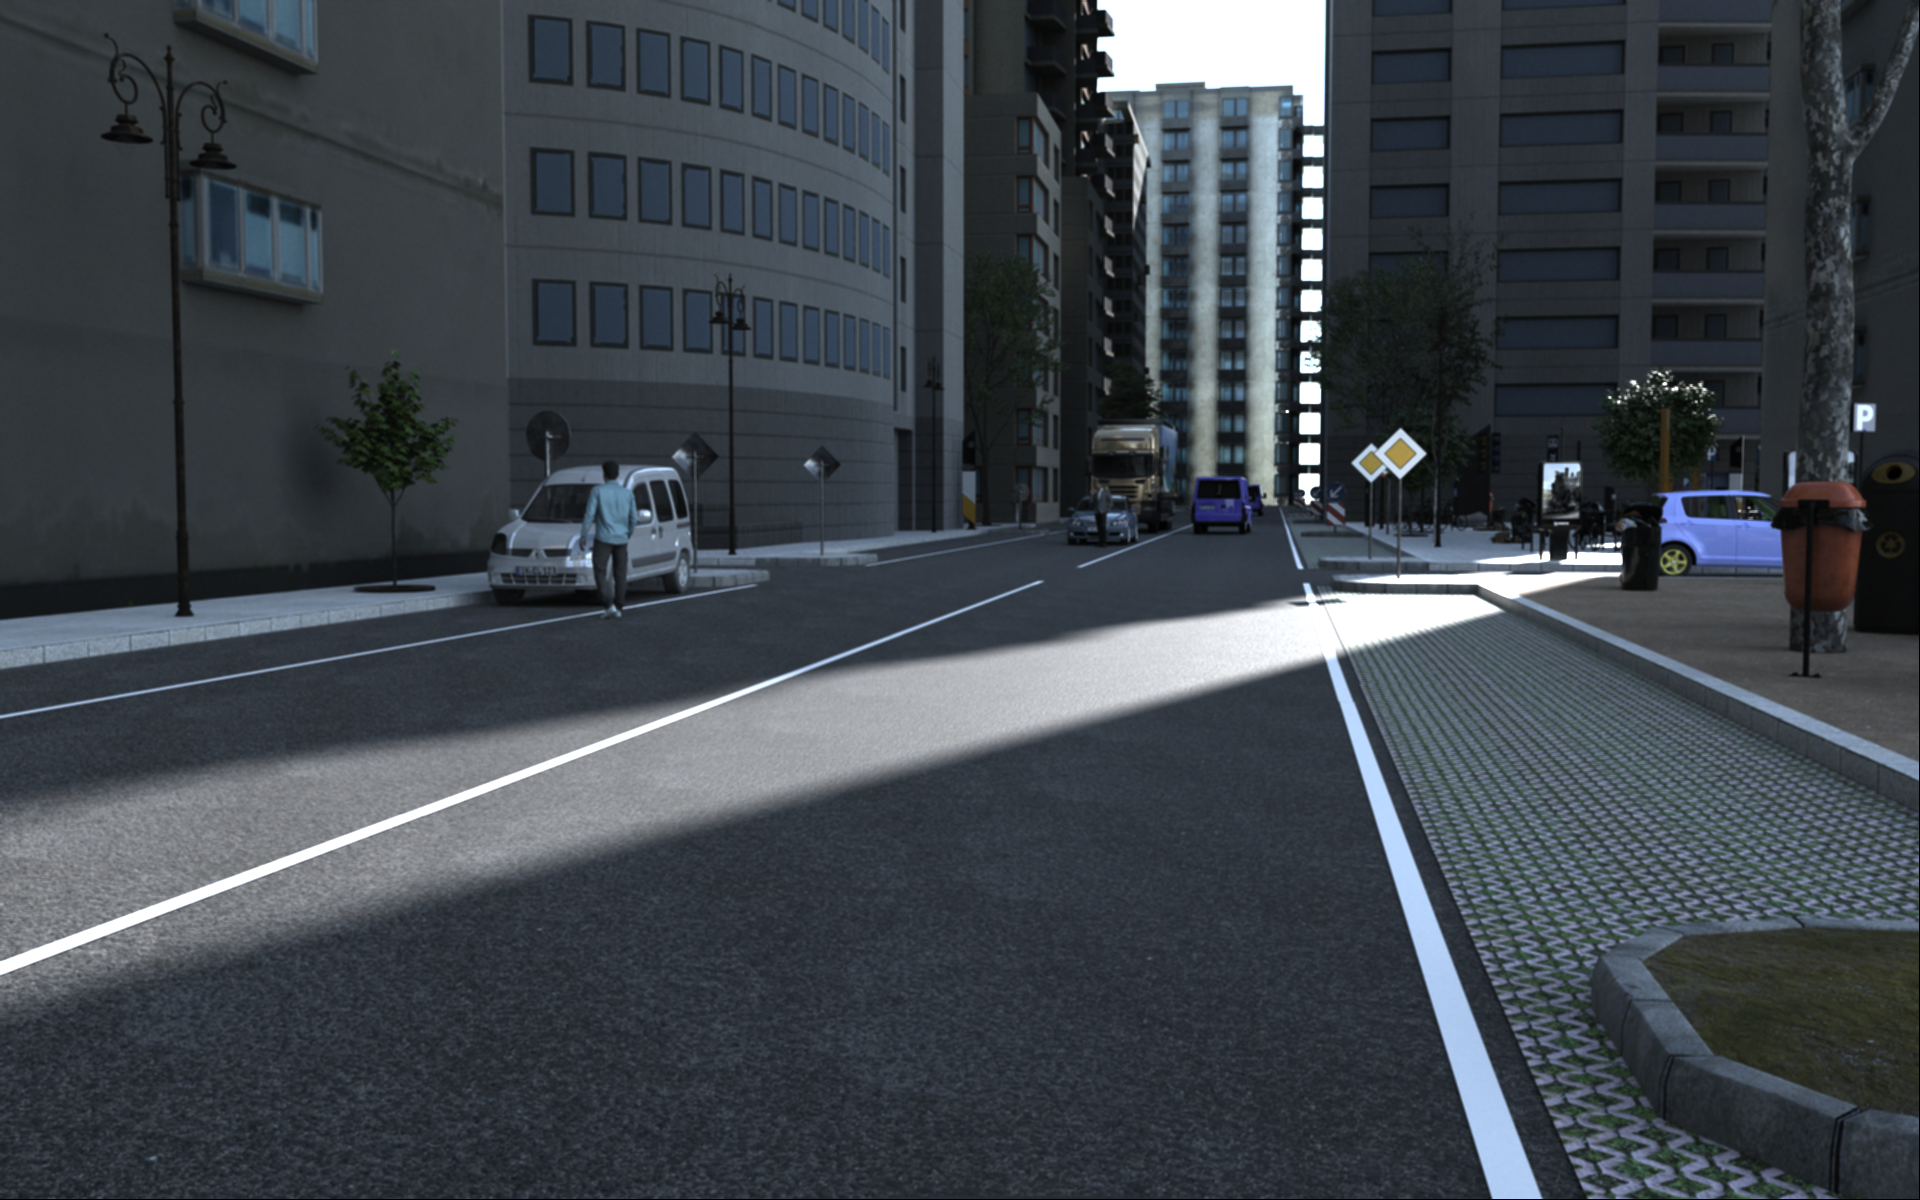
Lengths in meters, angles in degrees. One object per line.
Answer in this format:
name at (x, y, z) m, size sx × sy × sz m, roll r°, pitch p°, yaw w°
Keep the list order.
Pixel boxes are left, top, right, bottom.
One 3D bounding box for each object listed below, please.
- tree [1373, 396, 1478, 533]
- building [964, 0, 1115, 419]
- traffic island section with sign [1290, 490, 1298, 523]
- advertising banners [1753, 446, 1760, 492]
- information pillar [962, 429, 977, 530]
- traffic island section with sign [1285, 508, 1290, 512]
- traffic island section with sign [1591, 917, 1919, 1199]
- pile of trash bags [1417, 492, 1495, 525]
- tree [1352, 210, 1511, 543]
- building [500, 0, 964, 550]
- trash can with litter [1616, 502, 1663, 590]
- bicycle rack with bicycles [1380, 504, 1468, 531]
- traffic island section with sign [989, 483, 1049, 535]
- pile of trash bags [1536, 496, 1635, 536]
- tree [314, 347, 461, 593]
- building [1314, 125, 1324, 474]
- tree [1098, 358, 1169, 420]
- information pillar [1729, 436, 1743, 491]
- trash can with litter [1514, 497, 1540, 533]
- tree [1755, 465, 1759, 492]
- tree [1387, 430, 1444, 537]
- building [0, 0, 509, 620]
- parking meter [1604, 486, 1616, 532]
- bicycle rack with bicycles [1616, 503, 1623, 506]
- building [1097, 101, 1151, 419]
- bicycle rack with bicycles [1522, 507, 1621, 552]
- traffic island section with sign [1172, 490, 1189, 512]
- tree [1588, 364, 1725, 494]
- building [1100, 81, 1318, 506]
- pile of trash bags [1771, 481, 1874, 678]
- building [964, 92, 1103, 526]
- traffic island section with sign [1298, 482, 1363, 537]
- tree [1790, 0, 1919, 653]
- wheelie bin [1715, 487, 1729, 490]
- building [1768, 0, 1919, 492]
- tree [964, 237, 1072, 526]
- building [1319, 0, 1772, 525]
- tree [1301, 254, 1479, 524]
tree at (15.356, -4.502, 57.323) m, size 4.285 × 4.588 × 4.351 m, roll 0°, pitch 3°, yaw 0°
building at (-0.467, -28.849, 126.302) m, size 22.147 × 44.769 × 28.867 m, roll 1°, pitch 4°, yaw 10°
traffic island section with sign at (17.351, -4.666, 84.912) m, size 1.989 × 1.847 × 2.006 m, roll 1°, pitch 4°, yaw 10°
advertising banners at (29.343, -4.058, 62.541) m, size 2.074 × 3.025 × 0.090 m, roll -3°, pitch 4°, yaw -37°
information pillar at (0.341, -4.358, 62.615) m, size 0.504 × 3.616 × 0.183 m, roll 1°, pitch 4°, yaw 11°
traffic island section with sign at (26.376, -7.695, 134.440) m, size 1.989 × 1.847 × 2.006 m, roll 1°, pitch 4°, yaw 10°
traffic island section with sign at (2.654, 0.273, 4.159) m, size 1.989 × 1.847 × 2.006 m, roll 1°, pitch 4°, yaw 10°
pile of trash bags at (20.984, -3.878, 73.153) m, size 1.912 × 1.369 × 3.447 m, roll -3°, pitch 5°, yaw -42°
tree at (12.552, -5.829, 45.671) m, size 4.360 × 8.622 × 3.978 m, roll 0°, pitch 3°, yaw 0°
building at (-12.689, -31.133, 51.016) m, size 21.231 × 58.520 × 28.212 m, roll 1°, pitch 4°, yaw 10°
trash can with litter at (9.085, -0.731, 23.347) m, size 0.624 × 1.170 × 1.055 m, roll 1°, pitch 4°, yaw 12°
bicycle rack with bicycles at (16.165, -2.933, 61.335) m, size 2.852 × 0.926 × 2.925 m, roll -1°, pitch 4°, yaw -19°
traffic island section with sign at (2.151, -3.252, 61.804) m, size 1.989 × 1.847 × 2.006 m, roll 1°, pitch 4°, yaw 10°
pile of trash bags at (19.931, -2.758, 54.841) m, size 3.447 × 1.369 × 1.912 m, roll 3°, pitch 5°, yaw 42°
tree at (-7.366, -1.729, 22.875) m, size 1.663 × 3.219 × 1.824 m, roll 0°, pitch 3°, yaw 0°
building at (55.876, -35.447, 199.174) m, size 30.456 × 49.044 × 23.786 m, roll 1°, pitch 4°, yaw 10°
tree at (13.899, -13.892, 145.257) m, size 7.486 × 12.596 × 7.792 m, roll 0°, pitch 3°, yaw 0°
information pillar at (31.128, -4.777, 69.462) m, size 0.504 × 3.616 × 0.183 m, roll 2°, pitch 4°, yaw 35°
trash can with litter at (18.799, -2.791, 57.023) m, size 1.055 × 1.170 × 0.624 m, roll -2°, pitch 4°, yaw -28°
tree at (44.740, -6.236, 96.563) m, size 1.663 × 3.219 × 1.824 m, roll 0°, pitch 3°, yaw 0°
tree at (13.862, -3.548, 52.618) m, size 1.663 × 3.219 × 1.824 m, roll 0°, pitch 3°, yaw 0°
building at (-19.872, -24.195, 19.284) m, size 21.600 × 48.544 × 21.300 m, roll 1°, pitch 4°, yaw 10°
parking meter at (21.778, -3.035, 58.040) m, size 0.372 × 1.533 × 0.369 m, roll 0°, pitch 3°, yaw 0°
bicycle rack with bicycles at (28.000, -3.552, 71.459) m, size 2.852 × 0.926 × 2.925 m, roll 3°, pitch 4°, yaw 36°
building at (6.204, -29.250, 170.118) m, size 23.993 × 40.220 × 32.217 m, roll 1°, pitch 4°, yaw 10°
bicycle rack with bicycles at (13.918, -1.585, 39.291) m, size 2.852 × 0.926 × 2.925 m, roll 1°, pitch 4°, yaw 13°
traffic island section with sign at (20.538, -9.429, 162.784) m, size 1.989 × 1.847 × 2.006 m, roll 1°, pitch 4°, yaw 10°
tree at (17.636, -3.688, 44.006) m, size 4.285 × 4.588 × 4.351 m, roll 0°, pitch 3°, yaw 0°
building at (25.841, -35.756, 204.223) m, size 30.456 × 49.044 × 23.786 m, roll 1°, pitch 4°, yaw 10°
pile of trash bags at (7.155, -0.100, 11.384) m, size 3.447 × 1.369 × 1.912 m, roll 3°, pitch 5°, yaw 42°
building at (-7.701, -15.072, 91.462) m, size 27.650 × 21.520 × 28.899 m, roll 1°, pitch 4°, yaw 10°
traffic island section with sign at (12.493, -3.033, 58.217) m, size 1.989 × 1.847 × 2.006 m, roll 1°, pitch 4°, yaw 10°
tree at (6.036, -9.575, 12.439) m, size 12.611 × 20.169 × 13.585 m, roll 0°, pitch 3°, yaw 0°
wheelie bin at (32.151, -3.977, 72.925) m, size 0.980 × 1.594 × 0.693 m, roll 0°, pitch 4°, yaw -2°
building at (75.479, -32.959, 162.584) m, size 21.600 × 48.544 × 21.300 m, roll 1°, pitch 4°, yaw 10°
tree at (0.966, -8.802, 69.665) m, size 9.928 × 11.665 × 9.643 m, roll 0°, pitch 3°, yaw 0°
building at (29.688, -33.509, 89.867) m, size 21.231 × 58.520 × 28.212 m, roll 1°, pitch 4°, yaw 10°
tree at (18.393, -9.092, 74.403) m, size 9.928 × 11.665 × 9.643 m, roll 0°, pitch 3°, yaw 0°
